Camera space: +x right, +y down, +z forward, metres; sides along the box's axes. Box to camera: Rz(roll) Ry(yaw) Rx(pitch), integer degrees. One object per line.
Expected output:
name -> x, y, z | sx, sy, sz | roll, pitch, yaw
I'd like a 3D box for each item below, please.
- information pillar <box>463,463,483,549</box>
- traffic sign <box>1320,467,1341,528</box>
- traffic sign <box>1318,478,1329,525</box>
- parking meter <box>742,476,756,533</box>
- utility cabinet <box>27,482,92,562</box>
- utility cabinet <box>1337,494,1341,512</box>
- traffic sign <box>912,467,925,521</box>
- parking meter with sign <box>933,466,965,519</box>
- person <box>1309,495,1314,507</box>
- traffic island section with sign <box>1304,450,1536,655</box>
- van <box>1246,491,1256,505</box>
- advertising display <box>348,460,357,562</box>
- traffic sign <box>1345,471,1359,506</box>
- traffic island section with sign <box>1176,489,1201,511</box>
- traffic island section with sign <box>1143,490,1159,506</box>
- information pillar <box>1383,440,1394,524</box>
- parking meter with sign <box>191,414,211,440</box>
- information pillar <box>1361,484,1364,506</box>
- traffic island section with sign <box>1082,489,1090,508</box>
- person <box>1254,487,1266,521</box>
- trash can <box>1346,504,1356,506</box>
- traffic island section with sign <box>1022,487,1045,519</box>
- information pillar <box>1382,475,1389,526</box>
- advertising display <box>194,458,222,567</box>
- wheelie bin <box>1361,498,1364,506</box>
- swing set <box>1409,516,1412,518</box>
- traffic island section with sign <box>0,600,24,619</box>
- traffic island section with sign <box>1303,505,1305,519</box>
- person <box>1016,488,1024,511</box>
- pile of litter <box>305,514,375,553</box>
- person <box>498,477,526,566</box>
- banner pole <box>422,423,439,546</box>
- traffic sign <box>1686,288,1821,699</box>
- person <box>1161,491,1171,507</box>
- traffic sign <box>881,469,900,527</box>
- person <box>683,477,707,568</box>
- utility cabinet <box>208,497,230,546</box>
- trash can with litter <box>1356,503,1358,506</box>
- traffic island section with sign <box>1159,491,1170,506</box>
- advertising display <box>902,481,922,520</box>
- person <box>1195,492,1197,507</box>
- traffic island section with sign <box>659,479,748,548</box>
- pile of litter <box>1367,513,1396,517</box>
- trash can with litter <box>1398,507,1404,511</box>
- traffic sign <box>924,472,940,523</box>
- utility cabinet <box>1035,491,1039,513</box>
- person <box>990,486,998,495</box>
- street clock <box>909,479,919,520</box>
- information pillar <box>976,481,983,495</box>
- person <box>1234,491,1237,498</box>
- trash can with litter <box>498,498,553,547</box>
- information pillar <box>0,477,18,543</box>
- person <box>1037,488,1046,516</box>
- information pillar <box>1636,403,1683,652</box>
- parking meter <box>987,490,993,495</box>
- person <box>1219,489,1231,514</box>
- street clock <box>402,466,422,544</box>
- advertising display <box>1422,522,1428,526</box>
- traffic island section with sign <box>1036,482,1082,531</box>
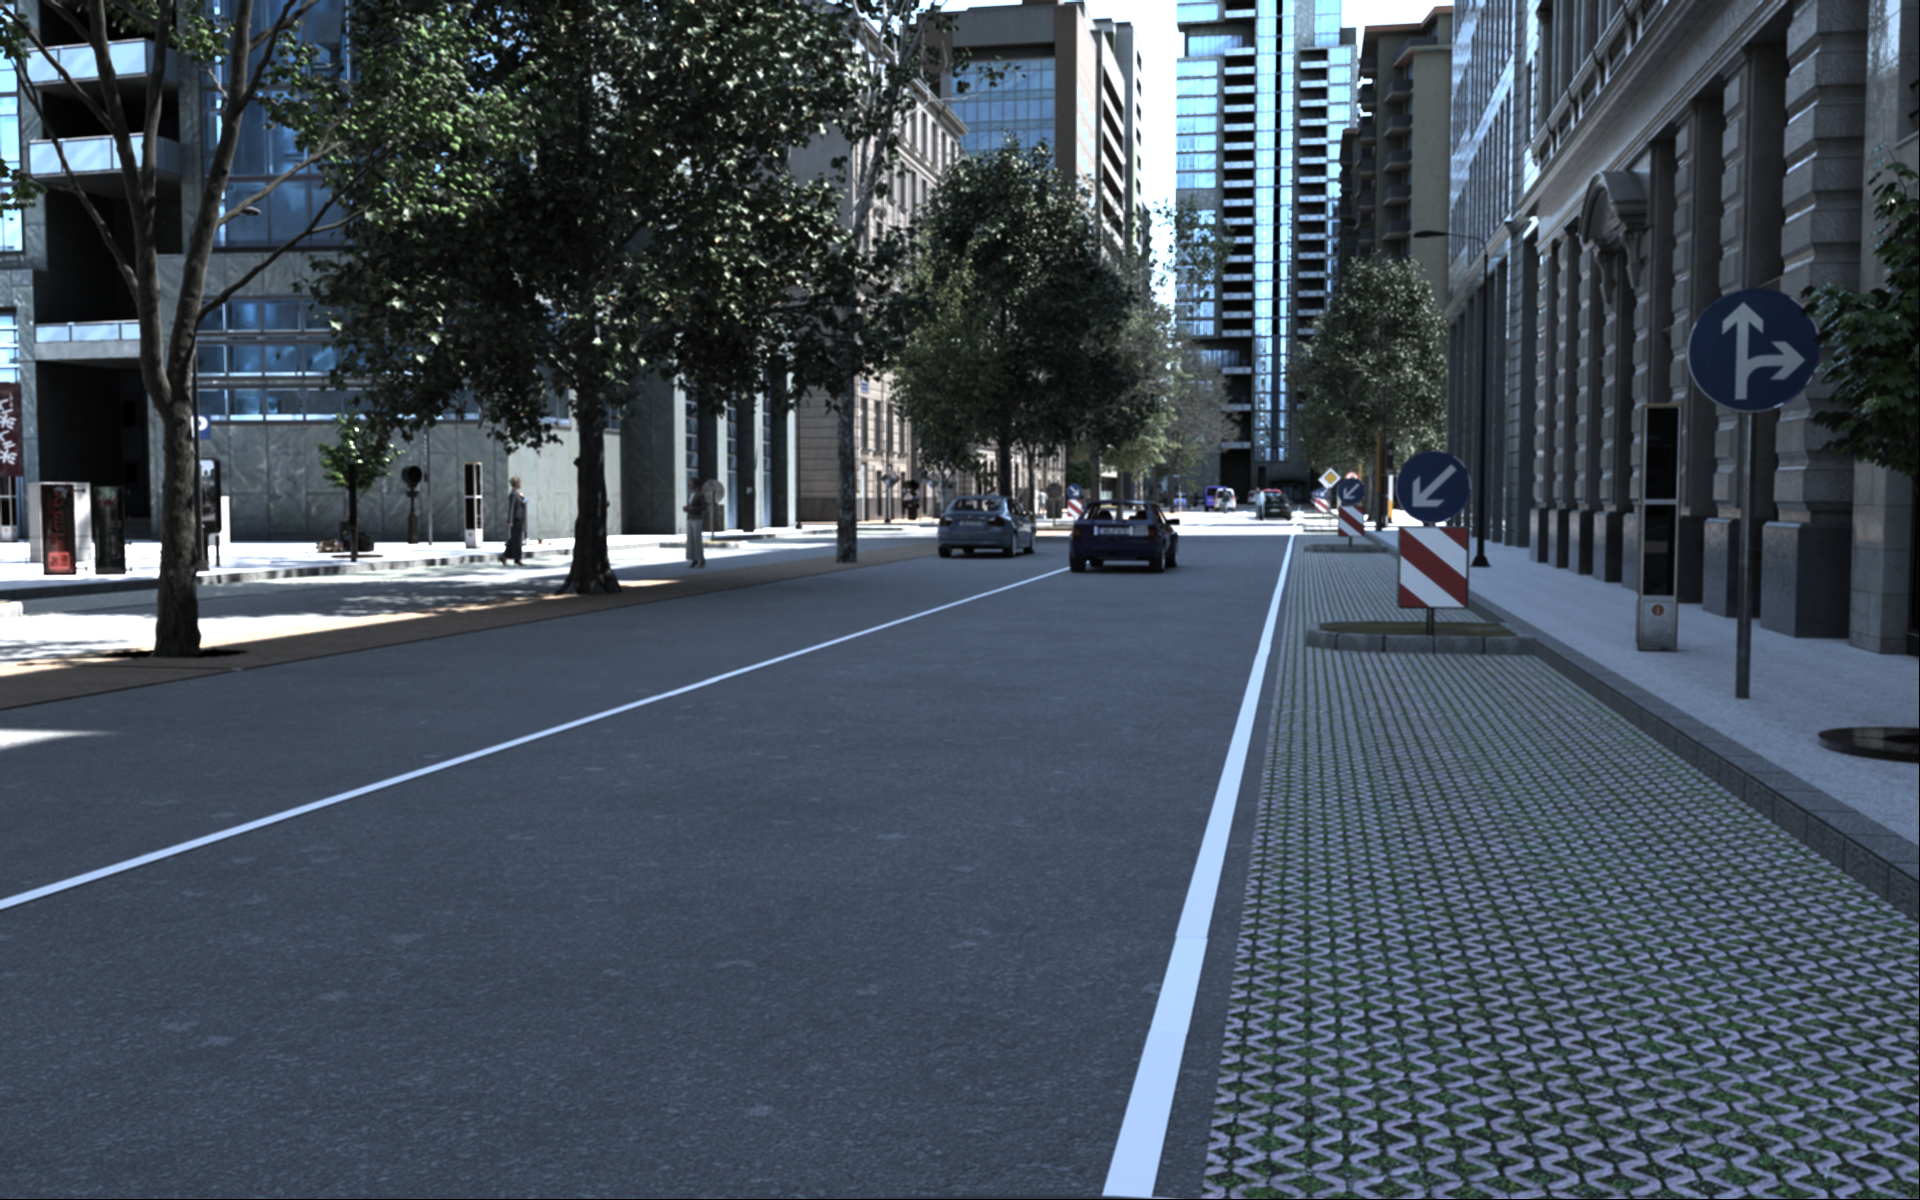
information pillar -> -11.394, -2.204, 40.530 | 0.304, 2.012, 0.304 | 1, 4, 15
traffic sign -> 13.880, -3.747, 64.910 | 0.795, 2.450, 0.064 | 1, 4, 11
traffic sign -> 15.431, -4.226, 72.744 | 0.795, 2.450, 0.064 | 1, 4, 11
parking meter -> -7.006, -3.168, 57.505 | 0.399, 1.863, 0.255 | -1, 4, -19
utility cabinet -> -16.937, -1.462, 32.586 | 0.318, 1.500, 1.173 | 1, 4, 19
utility cabinet -> 26.909, -6.992, 123.005 | 0.318, 1.500, 1.173 | 1, 4, 12
traffic sign -> -1.882, -4.967, 81.310 | 0.768, 2.556, 0.104 | 1, 4, 15
parking meter with sign -> -0.536, -5.774, 90.666 | 1.738, 3.016, 0.543 | -1, 4, -22
person -> 37.226, -10.602, 182.369 | 0.721, 1.766, 1.217 | -2, 4, -34
traffic island section with sign -> 4.308, -0.475, 16.402 | 1.989, 1.847, 2.006 | 1, 4, 11
van -> 37.550, -13.090, 221.027 | 2.013, 2.044, 4.112 | 1, 4, 10
advertising display -> -11.535, -1.693, 32.897 | 0.123, 1.923, 0.974 | -1, 4, -19
traffic sign -> 22.013, -5.942, 97.256 | 0.768, 2.556, 0.104 | 1, 4, 12
traffic island section with sign -> 19.599, -8.569, 148.246 | 2.006, 1.907, 1.989 | 1, 4, 11
traffic island section with sign -> 18.866, -10.229, 175.876 | 1.989, 1.847, 2.006 | 1, 4, 11
information pillar -> 18.381, -5.078, 74.380 | 0.504, 3.616, 0.183 | -1, 4, -9
parking meter with sign -> -17.063, -2.596, 38.698 | 0.543, 3.016, 1.738 | -2, 4, -27
information pillar -> 28.079, -7.148, 121.367 | 0.304, 2.012, 0.304 | 2, 4, 33
traffic island section with sign -> 9.271, -7.261, 127.350 | 1.989, 1.847, 2.006 | 1, 4, 11
person -> 15.689, -5.001, 90.534 | 0.793, 1.790, 0.793 | -2, 4, -25
trash can -> 25.581, -6.220, 113.354 | 0.748, 1.137, 0.748 | 0, 3, 0
traffic island section with sign -> 3.894, -5.600, 100.181 | 1.989, 1.847, 2.006 | 1, 4, 11
information pillar -> 16.007, -3.723, 65.359 | 0.304, 2.012, 0.304 | 0, 4, 8
advertising display -> -13.555, -1.564, 30.782 | 0.974, 1.923, 0.123 | 1, 4, 20
wheelie bin -> 27.387, -6.644, 116.530 | 0.693, 1.594, 0.980 | -2, 4, -33
swing set -> 25.822, -5.902, 94.123 | 3.119, 2.851, 2.862 | 1, 4, 12
traffic island section with sign -> -12.006, -0.687, 19.855 | 1.989, 1.847, 2.006 | 1, 4, 11
traffic island section with sign -> 9.543, -2.093, 42.846 | 1.989, 1.847, 2.006 | 1, 4, 11
person -> 3.092, -4.964, 90.218 | 0.362, 1.759, 0.519 | -2, 4, -26
pile of litter -> -13.678, -1.484, 38.227 | 1.719, 0.858, 1.176 | -3, 5, -44
person -> -8.868, -1.557, 34.383 | 0.534, 1.772, 0.576 | -2, 4, -31
banner pole -> -13.252, -3.245, 43.071 | 0.401, 3.779, 0.863 | -2, 4, -28
traffic sign -> 4.925, -0.656, 10.825 | 0.768, 2.556, 0.104 | 1, 4, 16
person -> 22.911, -11.237, 192.940 | 1.217, 1.736, 0.721 | -1, 4, -20
traffic sign -> -2.739, -3.949, 68.208 | 0.795, 2.450, 0.064 | 1, 4, 11
person -> -5.219, -1.518, 33.877 | 0.519, 1.759, 0.362 | 3, 5, 43
utility cabinet -> -18.431, -1.949, 43.031 | 0.306, 1.237, 1.020 | -1, 4, -10
trash can with litter -> 30.325, -7.426, 132.474 | 1.678, 1.210, 2.233 | -1, 4, -13
traffic island section with sign -> 24.111, -11.847, 202.318 | 1.989, 1.847, 2.006 | 1, 4, 11
advertising display -> -2.359, -4.861, 84.693 | 0.974, 1.923, 0.123 | 1, 4, 8
person -> 26.748, -11.401, 195.625 | 0.721, 1.735, 1.217 | 1, 4, 11
traffic island section with sign -> -6.760, -2.307, 46.344 | 1.989, 1.847, 2.006 | 1, 4, 11
pile of litter -> 24.010, -5.175, 98.568 | 1.719, 0.858, 1.176 | 0, 4, 3
trash can with litter -> 33.962, -7.394, 132.282 | 1.055, 1.170, 0.624 | 3, 4, 38
traffic sign -> -1.188, -4.428, 76.042 | 0.795, 2.450, 0.064 | 1, 4, 11
utility cabinet -> 5.002, -6.719, 118.529 | 0.318, 1.500, 1.173 | 2, 4, 33
person -> 1.698, -4.487, 82.060 | 0.606, 1.804, 0.583 | 3, 5, 44
street clock -> -2.235, -4.873, 84.242 | 0.471, 2.002, 0.358 | -1, 4, -20
information pillar -> 1.060, -5.669, 97.188 | 0.304, 2.012, 0.304 | 0, 4, 4
person -> 33.181, -12.208, 208.552 | 0.568, 1.767, 0.683 | 0, 4, -3
trash can with litter -> -10.692, -1.968, 43.233 | 1.678, 1.210, 2.233 | 1, 4, 11
information pillar -> -24.911, -2.498, 45.329 | 0.304, 2.012, 0.304 | 0, 4, -1
person -> 5.003, -6.013, 107.008 | 0.606, 1.804, 0.583 | -3, 4, -36
information pillar -> 5.723, -0.593, 14.184 | 0.304, 2.012, 0.304 | 1, 4, 18
parking meter -> 1.764, -5.580, 99.651 | 0.372, 1.533, 0.369 | 0, 3, 0
person -> 18.882, -7.041, 123.598 | 0.794, 1.824, 0.713 | -2, 4, -35
street clock -> -13.955, -2.421, 44.147 | 0.358, 2.002, 0.471 | 3, 4, 36
advertising display -> 11.068, -2.192, 41.057 | 0.123, 1.923, 0.974 | 1, 4, 22
traffic island section with sign -> 3.570, -3.616, 67.265 | 2.006, 1.907, 1.989 | 1, 4, 11
